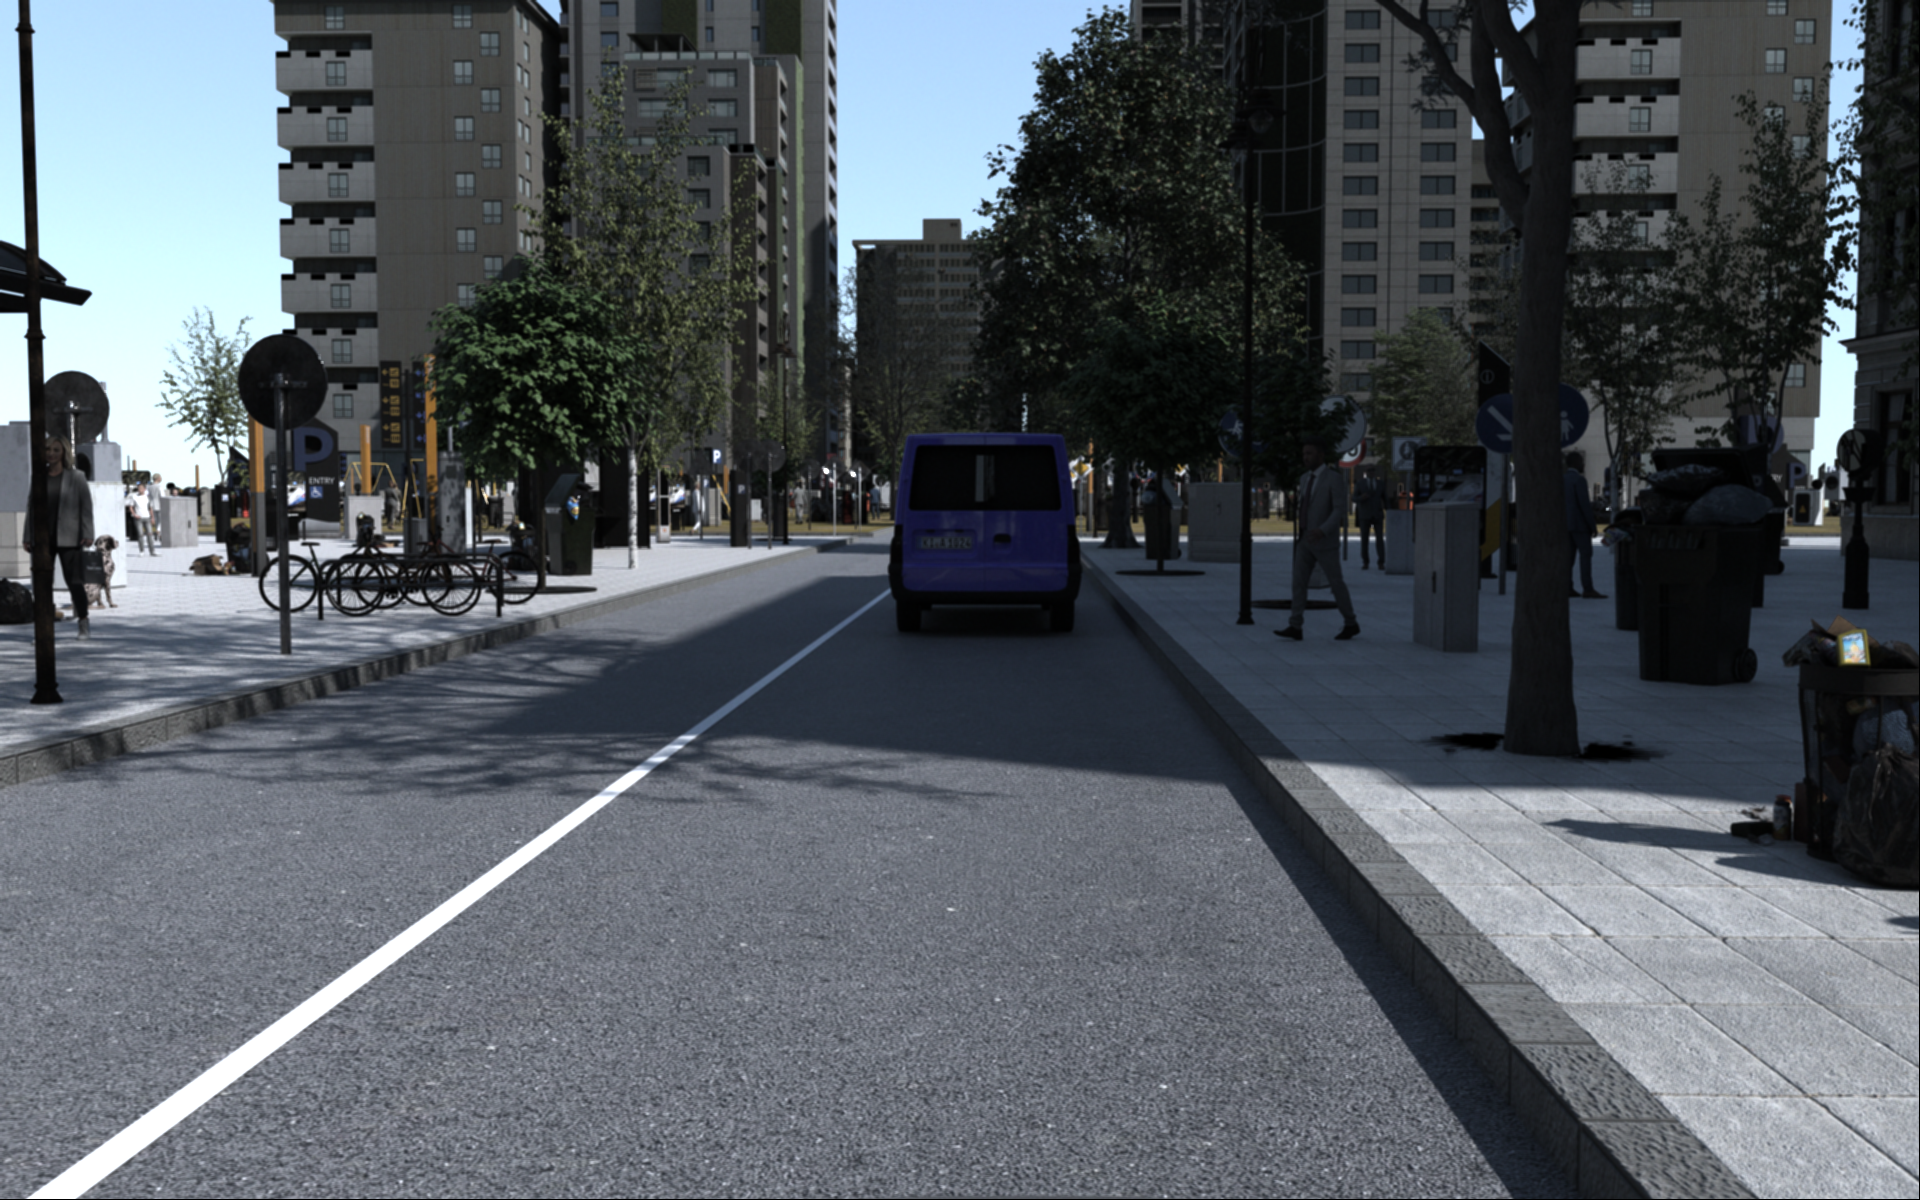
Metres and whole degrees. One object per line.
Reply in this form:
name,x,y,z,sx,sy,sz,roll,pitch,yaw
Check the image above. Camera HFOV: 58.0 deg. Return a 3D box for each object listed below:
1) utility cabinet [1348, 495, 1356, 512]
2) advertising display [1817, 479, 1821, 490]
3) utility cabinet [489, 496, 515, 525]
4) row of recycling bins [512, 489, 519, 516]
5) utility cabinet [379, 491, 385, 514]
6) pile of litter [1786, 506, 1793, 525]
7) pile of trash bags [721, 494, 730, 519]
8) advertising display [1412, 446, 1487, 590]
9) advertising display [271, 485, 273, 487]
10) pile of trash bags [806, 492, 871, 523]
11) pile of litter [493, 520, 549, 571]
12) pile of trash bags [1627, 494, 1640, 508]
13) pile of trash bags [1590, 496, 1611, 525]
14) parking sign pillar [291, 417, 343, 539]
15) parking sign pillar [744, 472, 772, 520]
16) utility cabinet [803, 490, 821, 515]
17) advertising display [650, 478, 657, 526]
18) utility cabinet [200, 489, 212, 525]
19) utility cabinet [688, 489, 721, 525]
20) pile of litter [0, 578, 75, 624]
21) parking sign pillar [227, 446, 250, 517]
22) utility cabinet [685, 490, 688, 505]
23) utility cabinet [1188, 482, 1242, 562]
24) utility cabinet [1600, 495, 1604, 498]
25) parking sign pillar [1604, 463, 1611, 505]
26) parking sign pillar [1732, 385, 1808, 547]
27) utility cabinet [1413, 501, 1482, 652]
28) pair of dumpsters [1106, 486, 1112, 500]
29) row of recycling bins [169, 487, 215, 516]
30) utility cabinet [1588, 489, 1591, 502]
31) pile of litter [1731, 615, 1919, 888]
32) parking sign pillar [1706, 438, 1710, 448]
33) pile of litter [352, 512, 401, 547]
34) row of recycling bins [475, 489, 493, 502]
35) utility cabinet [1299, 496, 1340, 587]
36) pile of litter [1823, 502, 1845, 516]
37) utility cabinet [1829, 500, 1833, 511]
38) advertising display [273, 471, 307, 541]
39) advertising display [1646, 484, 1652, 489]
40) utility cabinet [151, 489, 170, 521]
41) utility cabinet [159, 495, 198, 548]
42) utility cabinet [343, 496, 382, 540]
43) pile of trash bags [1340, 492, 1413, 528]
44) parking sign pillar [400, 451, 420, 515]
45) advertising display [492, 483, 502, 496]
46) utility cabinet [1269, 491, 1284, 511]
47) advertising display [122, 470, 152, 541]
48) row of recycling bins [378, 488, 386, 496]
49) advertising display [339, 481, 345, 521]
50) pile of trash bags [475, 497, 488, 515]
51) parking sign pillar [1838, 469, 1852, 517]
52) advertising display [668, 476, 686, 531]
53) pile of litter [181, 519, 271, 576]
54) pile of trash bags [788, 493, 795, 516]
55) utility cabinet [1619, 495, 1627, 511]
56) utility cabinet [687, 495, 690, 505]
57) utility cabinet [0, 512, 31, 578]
utility cabinet,28.458,-7.027,126.051,0.306,1.237,1.020,-1,4,-20
advertising display,35.791,-4.097,72.194,0.123,1.923,0.974,2,4,26
utility cabinet,-19.036,-3.718,71.951,1.020,1.237,0.306,-2,4,-24
row of recycling bins,-24.794,-5.852,102.796,3.534,1.692,1.069,-1,4,-18
utility cabinet,-36.444,-6.192,109.916,0.318,1.500,1.173,0,4,4
pile of litter,34.523,-3.559,72.162,1.176,0.858,1.719,1,4,15
pile of trash bags,-12.731,-4.856,89.141,1.912,1.369,3.447,0,4,2
advertising display,6.538,-1.096,23.135,0.974,1.923,0.123,0,4,-7
advertising display,-49.113,-7.319,124.875,0.974,1.923,0.123,-2,4,-28
pile of trash bags,-5.336,-4.177,78.052,3.447,1.369,1.912,3,5,40
pile of litter,-7.204,-0.935,29.245,1.176,0.858,1.719,-3,4,-36
pile of trash bags,38.498,-5.163,94.173,1.912,1.369,3.447,-3,5,-43
pile of trash bags,26.043,-3.919,73.827,3.447,1.369,1.912,1,4,13
parking sign pillar,-18.790,-3.792,50.479,1.447,3.967,1.447,-1,4,-21
parking sign pillar,-10.148,-6.023,86.944,1.447,3.967,1.447,-2,4,-28
utility cabinet,-9.178,-6.000,106.773,1.173,1.500,0.318,2,4,25
advertising display,-12.567,-3.996,70.543,0.974,1.923,0.123,-3,5,-44
utility cabinet,-30.880,-3.807,70.916,0.318,1.500,1.173,-1,4,-18
utility cabinet,-10.272,-3.755,70.066,1.173,1.500,0.318,-1,4,-19
pile of litter,-9.838,-0.203,17.278,1.719,0.858,1.176,0,4,0
parking sign pillar,-40.178,-6.612,96.573,1.447,3.967,1.447,1,4,19
utility cabinet,-15.203,-5.396,96.909,1.173,1.500,0.318,-1,4,-9
utility cabinet,4.856,-1.462,32.590,1.173,1.500,0.318,3,5,41
utility cabinet,49.322,-7.393,132.041,0.306,1.237,1.020,-3,4,-36
parking sign pillar,47.037,-8.381,125.496,1.447,3.967,1.447,2,4,31
parking sign pillar,19.784,-3.327,42.871,1.447,3.967,1.447,-1,4,-17
utility cabinet,4.059,-0.205,14.507,0.306,1.237,1.020,0,4,1
pair of dumpsters,10.023,-7.415,123.731,1.574,2.255,4.437,0,4,2
row of recycling bins,-44.436,-5.736,100.893,1.069,1.692,3.534,3,4,37
utility cabinet,26.943,-4.101,75.731,1.173,1.500,0.318,0,4,-2
pile of litter,3.418,0.479,6.140,1.176,0.858,1.719,1,4,13
parking sign pillar,35.662,-5.786,83.076,1.447,3.967,1.447,2,4,26
pile of litter,-14.253,-1.729,42.237,1.176,0.858,1.719,-1,4,-11
row of recycling bins,-36.431,-7.583,131.101,1.069,1.692,3.534,2,4,24
utility cabinet,4.992,-0.934,23.952,0.318,1.500,1.173,2,4,25
pile of litter,50.454,-5.251,99.818,1.176,0.858,1.719,-2,4,-31
utility cabinet,61.610,-6.757,121.644,1.020,1.237,0.306,2,4,34
advertising display,-18.342,-2.588,47.530,0.123,1.923,0.974,2,4,26
advertising display,44.986,-6.556,112.408,0.974,1.923,0.123,3,5,42
utility cabinet,-37.779,-4.450,81.436,0.318,1.500,1.173,3,5,41
utility cabinet,-18.802,-1.869,41.712,0.306,1.237,1.020,1,4,13
utility cabinet,-16.947,-2.323,49.138,0.306,1.237,1.020,3,5,43
pile of trash bags,15.774,-3.488,66.784,3.447,1.369,1.912,2,4,26
parking sign pillar,-33.902,-7.241,106.861,1.447,3.967,1.447,3,5,39
advertising display,-26.754,-5.809,100.198,0.123,1.923,0.974,1,4,13
utility cabinet,23.252,-7.278,127.668,1.173,1.500,0.318,0,4,-4
advertising display,-22.606,-2.585,47.476,0.123,1.923,0.974,2,4,24
row of recycling bins,-39.675,-6.883,119.643,1.069,1.692,3.534,-1,4,-23
advertising display,-29.939,-4.768,83.165,0.123,1.923,0.974,2,4,29
pile of trash bags,-29.378,-5.870,105.729,1.912,1.369,3.447,2,4,35
parking sign pillar,50.007,-6.636,96.978,1.447,3.967,1.447,0,4,3
advertising display,-9.930,-3.378,60.442,0.123,1.923,0.974,2,4,29
pile of litter,-11.835,-0.850,27.860,1.176,0.858,1.719,2,4,27
pile of trash bags,-8.382,-5.555,100.573,3.447,1.369,1.912,1,4,18
utility cabinet,29.526,-4.054,77.445,0.306,1.237,1.020,0,4,6
utility cabinet,-11.691,-4.008,76.697,0.306,1.237,1.020,-3,5,-42
utility cabinet,-14.355,-1.104,26.733,0.318,1.500,1.173,0,4,4
